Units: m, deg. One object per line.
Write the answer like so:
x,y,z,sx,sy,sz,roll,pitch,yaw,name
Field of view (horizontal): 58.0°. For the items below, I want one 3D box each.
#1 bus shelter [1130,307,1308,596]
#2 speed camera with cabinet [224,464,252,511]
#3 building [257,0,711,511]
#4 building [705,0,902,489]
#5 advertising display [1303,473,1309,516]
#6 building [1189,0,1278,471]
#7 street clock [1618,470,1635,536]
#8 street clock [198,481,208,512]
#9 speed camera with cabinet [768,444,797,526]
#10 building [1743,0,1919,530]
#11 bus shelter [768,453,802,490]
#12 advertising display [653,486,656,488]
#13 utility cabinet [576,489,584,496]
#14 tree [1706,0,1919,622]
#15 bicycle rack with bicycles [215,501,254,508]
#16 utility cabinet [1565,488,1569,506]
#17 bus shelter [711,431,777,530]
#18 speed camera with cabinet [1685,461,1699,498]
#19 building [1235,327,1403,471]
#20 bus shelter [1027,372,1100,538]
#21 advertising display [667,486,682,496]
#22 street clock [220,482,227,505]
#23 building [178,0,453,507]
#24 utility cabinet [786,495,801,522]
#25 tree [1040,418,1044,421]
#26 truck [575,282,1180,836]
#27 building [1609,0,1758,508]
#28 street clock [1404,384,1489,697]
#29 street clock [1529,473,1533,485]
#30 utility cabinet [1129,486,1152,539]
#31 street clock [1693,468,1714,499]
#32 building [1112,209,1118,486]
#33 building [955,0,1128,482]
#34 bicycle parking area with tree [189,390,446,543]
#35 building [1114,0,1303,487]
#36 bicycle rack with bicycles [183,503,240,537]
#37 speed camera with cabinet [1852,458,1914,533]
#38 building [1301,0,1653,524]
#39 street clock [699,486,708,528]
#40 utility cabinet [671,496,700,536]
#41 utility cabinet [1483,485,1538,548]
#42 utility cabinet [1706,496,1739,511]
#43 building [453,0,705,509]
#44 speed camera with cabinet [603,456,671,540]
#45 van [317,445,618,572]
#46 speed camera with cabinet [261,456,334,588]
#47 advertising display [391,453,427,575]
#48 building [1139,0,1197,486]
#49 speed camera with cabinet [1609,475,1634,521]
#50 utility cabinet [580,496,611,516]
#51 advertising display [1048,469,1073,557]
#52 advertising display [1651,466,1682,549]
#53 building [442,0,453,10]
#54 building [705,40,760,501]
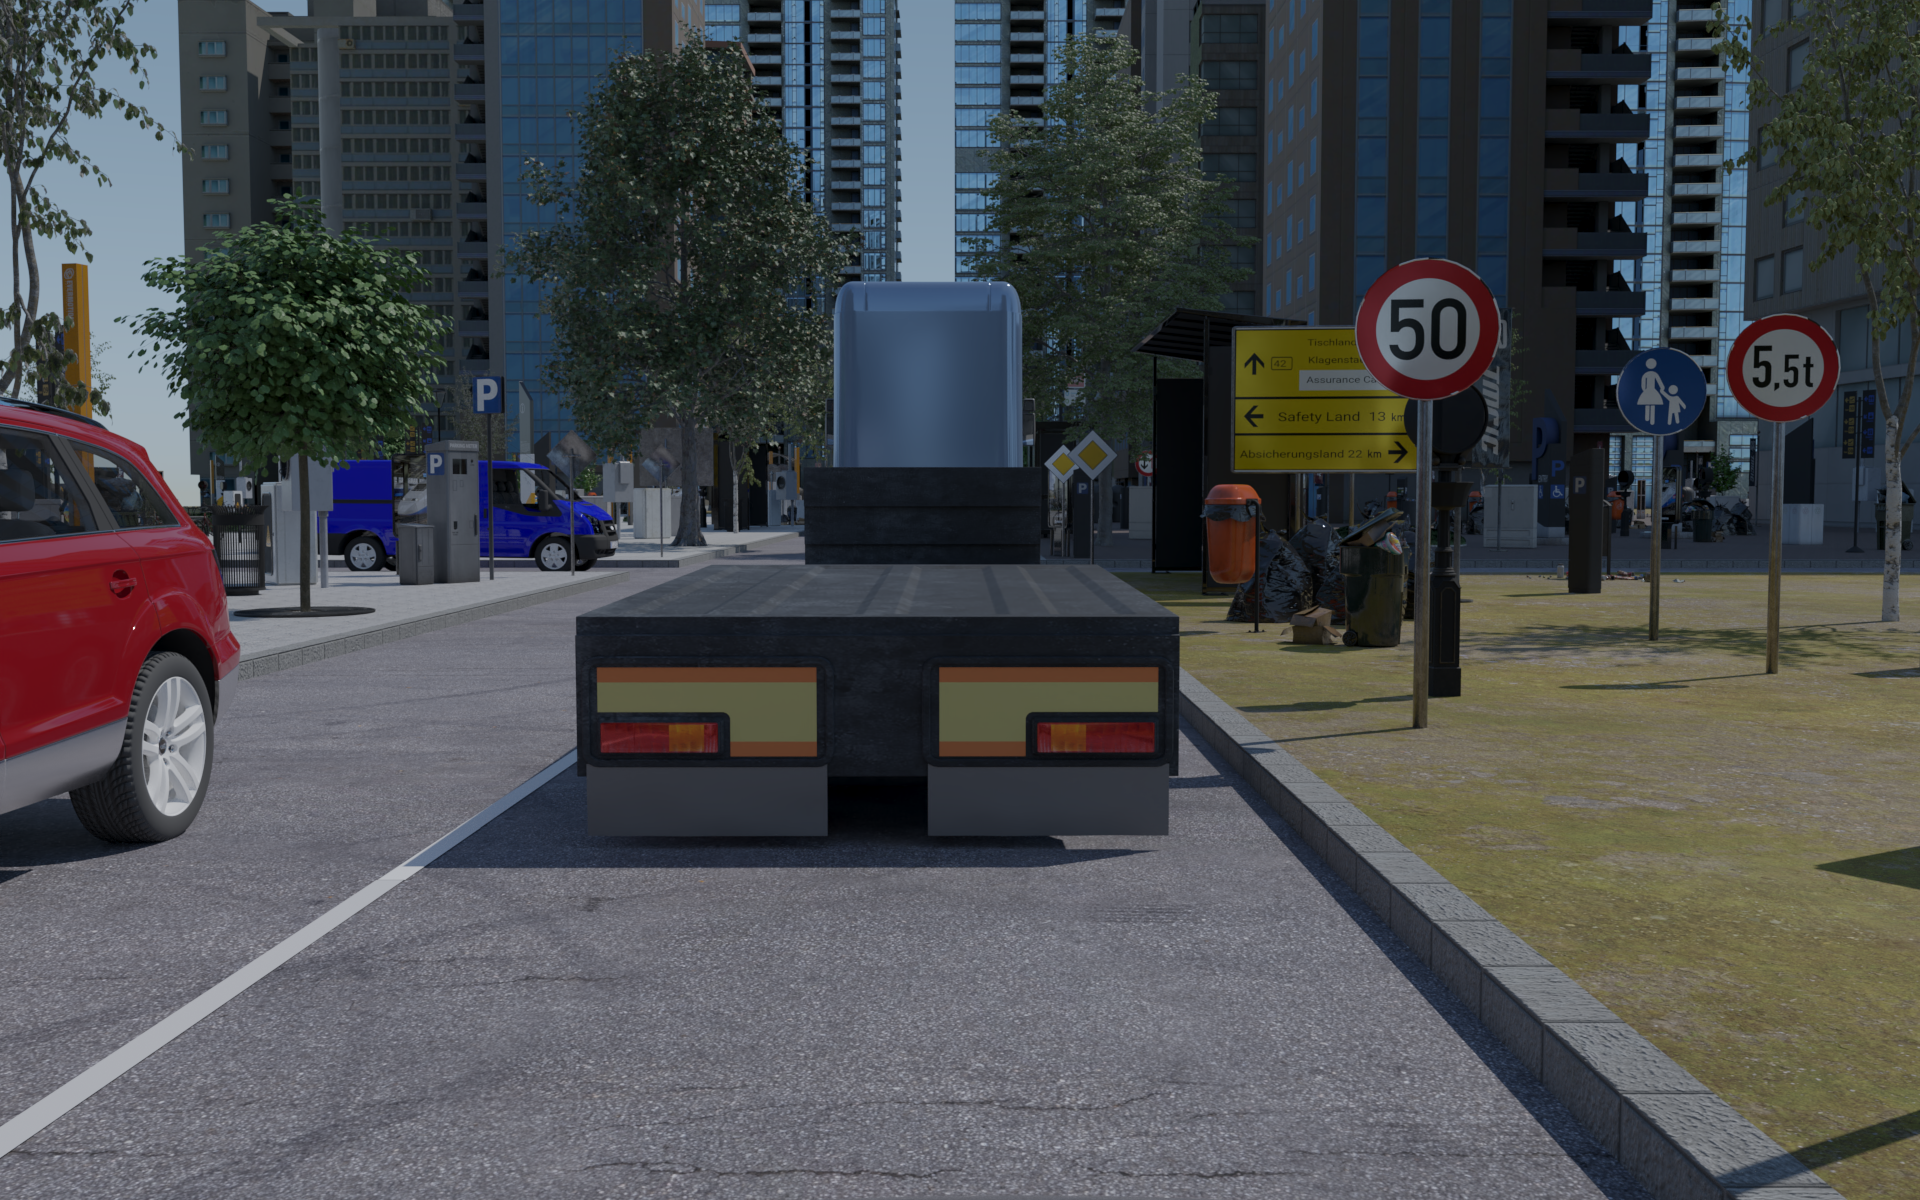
3.588,-2.056,24.894,1.731,3.624,6.357,0,4,0,bus shelter
-39.207,-6.098,94.040,0.660,3.252,2.038,0,4,6,speed camera with cabinet
-34.760,-27.239,137.238,32.217,40.220,23.993,0,4,0,building
-20.295,-55.166,214.633,31.000,86.520,22.319,0,4,0,building
10.364,-2.912,52.825,0.123,1.923,0.974,-1,4,-15,advertising display
20.359,-20.262,102.992,14.160,30.474,14.107,0,4,0,building
20.205,-2.937,52.590,0.358,2.002,0.471,-1,4,-23,street clock
-41.160,-5.482,94.202,0.471,2.002,0.358,0,4,-5,street clock
-7.332,-4.565,68.973,0.660,3.252,2.038,-3,5,-43,speed camera with cabinet
46.300,-28.755,59.386,27.495,52.752,28.713,0,4,0,building
-9.201,-5.694,87.020,2.014,3.302,5.546,0,4,0,bus shelter
-17.673,-5.809,100.190,0.123,1.923,0.974,-1,4,-16,advertising display
-17.653,-4.329,79.465,0.318,1.500,1.173,-3,4,-39,utility cabinet
9.351,-4.075,16.994,4.737,8.622,4.395,0,3,0,tree
-38.935,-4.768,91.338,2.925,0.926,2.852,0,4,-3,bicycle rack with bicycles
20.402,-3.096,59.304,1.173,1.500,0.318,0,4,-6,utility cabinet
-7.972,-4.469,64.345,1.731,3.624,6.357,0,3,0,bus shelter
42.658,-6.592,102.115,2.038,3.252,0.660,-1,4,-18,speed camera with cabinet
41.752,-36.506,216.479,30.456,49.044,23.786,0,4,0,building
3.034,-4.682,54.186,2.179,5.291,8.768,0,3,0,bus shelter
-13.904,-4.897,85.275,0.974,1.923,0.123,1,4,17,advertising display
-42.785,-5.877,100.659,0.471,2.002,0.358,3,5,44,street clock
-58.456,-33.061,164.245,21.600,48.544,21.300,0,4,0,building
-7.934,-4.272,81.012,1.020,1.237,0.306,0,4,1,utility cabinet
2.804,-13.968,145.392,9.611,12.733,9.660,0,3,0,tree
-0.378,-1.617,16.196,2.967,4.110,18.799,0,4,0,truck
62.847,-51.929,161.709,31.000,86.520,22.319,0,4,0,building
3.069,-0.393,10.989,0.471,2.002,0.358,0,4,-7,street clock
19.775,-3.379,59.815,0.358,2.002,0.471,1,4,23,street clock
5.351,-2.456,48.837,1.173,1.500,0.318,3,4,36,utility cabinet
20.360,-2.615,47.332,0.358,2.002,0.471,0,4,-1,street clock
21.640,-24.223,167.740,14.160,30.474,14.107,0,4,0,building
11.021,-55.127,214.002,31.000,86.520,22.319,0,4,0,building
-17.072,-3.731,47.999,8.231,4.147,9.016,1,4,15,bicycle parking area with tree
21.235,-30.768,153.161,14.600,45.320,14.200,0,4,0,building
-23.642,-2.364,52.026,2.852,0.926,2.925,3,5,43,bicycle rack with bicycles
30.439,-3.840,57.116,0.660,3.252,2.038,-1,4,-16,speed camera with cabinet
22.305,-26.319,80.422,14.600,45.320,14.200,0,4,0,building
-9.766,-3.751,65.906,0.471,2.002,0.358,3,5,44,street clock
-8.445,-2.540,52.699,1.020,1.237,0.306,-2,4,-27,utility cabinet
13.040,-1.979,41.042,1.173,1.500,0.318,3,4,36,utility cabinet
26.417,-2.981,59.903,1.020,1.237,0.306,-1,4,-18,utility cabinet
-25.214,-28.614,117.948,14.600,45.320,14.200,0,4,0,building
-9.213,-3.370,49.431,0.660,3.252,2.038,3,5,40,speed camera with cabinet
-8.845,-1.646,31.288,5.245,2.365,2.240,0,4,2,van
-9.285,-1.826,24.187,0.660,3.252,2.038,-2,4,-32,speed camera with cabinet
-8.480,-1.355,27.371,0.974,1.923,0.123,0,4,4,advertising display
24.277,-36.041,131.262,21.231,58.520,28.212,0,4,0,building
31.013,-5.352,81.840,0.660,3.252,2.038,-1,4,-14,speed camera with cabinet
-10.973,-2.488,51.841,1.020,1.237,0.306,1,4,14,utility cabinet
2.065,-1.865,35.715,0.123,1.923,0.974,-1,4,-21,advertising display
16.495,-2.157,40.488,0.123,1.923,0.974,-1,4,-12,advertising display
-65.824,-55.169,214.681,31.000,86.520,22.319,0,4,0,building
-32.479,-31.145,163.837,28.867,44.769,22.147,0,4,0,building
